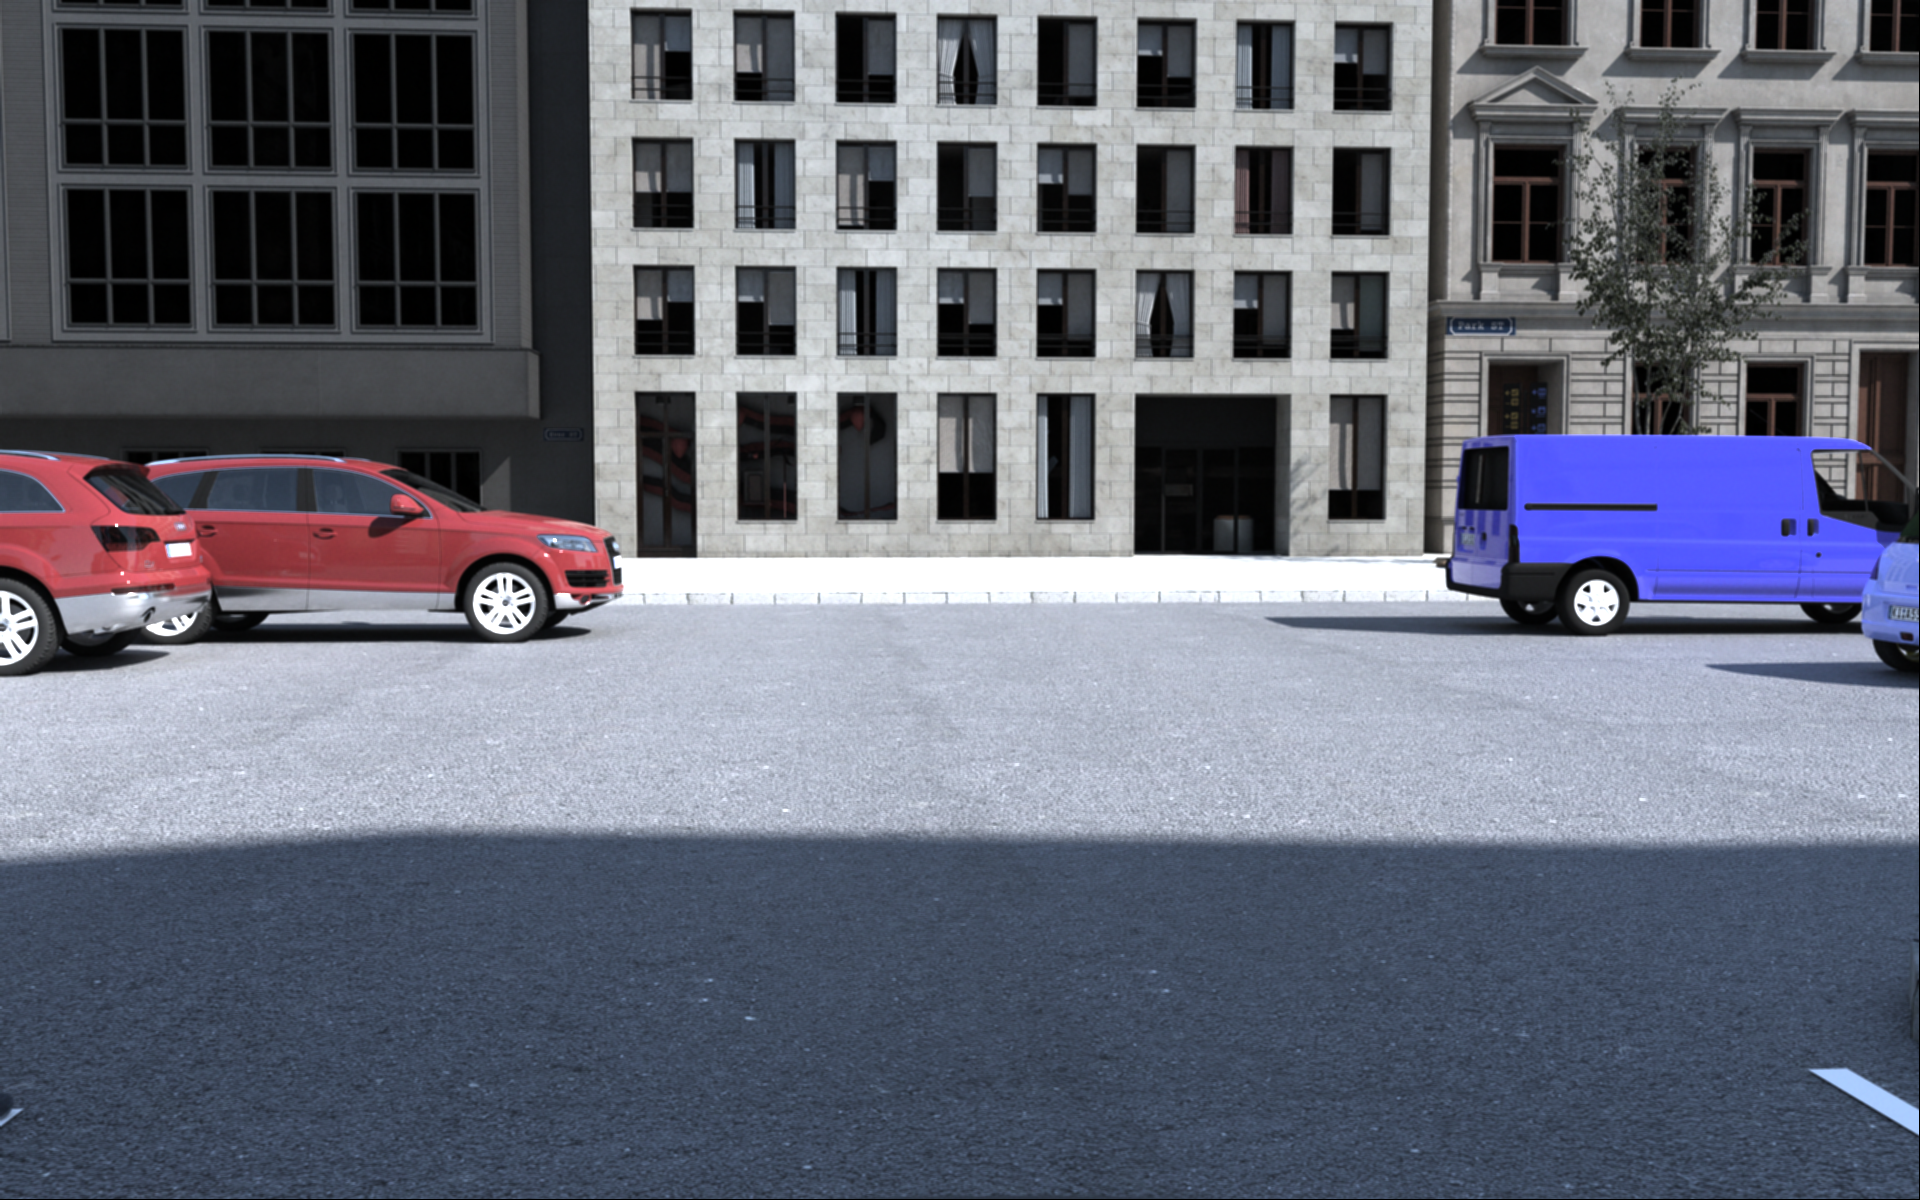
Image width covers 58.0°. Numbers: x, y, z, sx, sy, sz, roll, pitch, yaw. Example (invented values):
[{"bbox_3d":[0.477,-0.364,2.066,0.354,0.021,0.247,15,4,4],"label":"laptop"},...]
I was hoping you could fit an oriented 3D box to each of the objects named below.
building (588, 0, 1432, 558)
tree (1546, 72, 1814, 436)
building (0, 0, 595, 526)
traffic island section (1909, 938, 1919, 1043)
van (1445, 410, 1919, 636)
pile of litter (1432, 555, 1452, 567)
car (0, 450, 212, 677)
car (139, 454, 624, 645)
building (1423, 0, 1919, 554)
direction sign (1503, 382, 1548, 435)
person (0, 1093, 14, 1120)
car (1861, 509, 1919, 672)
[{"bbox_3d":[0.786,-11.302,39.533,16.860,20.320,10.420,0,4,-4],"label":"building"},{"bbox_3d":[12.408,-4.914,30.708,4.360,8.622,3.978,0,3,0],"label":"tree"},{"bbox_3d":[-19.759,-15.036,39.342,24.014,27.812,14.314,0,4,-4],"label":"building"},{"bbox_3d":[3.560,1.132,3.767,2.009,0.180,2.903,0,4,-4],"label":"traffic island section"},{"bbox_3d":[7.993,-0.854,18.349,5.245,2.365,2.240,0,4,-3],"label":"van"},{"bbox_3d":[8.826,-0.991,30.167,1.176,0.858,1.719,2,4,29],"label":"pile of litter"},{"bbox_3d":[-9.098,-0.348,14.365,5.304,1.827,2.281,0,4,-5],"label":"car"},{"bbox_3d":[-6.083,-0.536,17.443,5.304,1.827,2.281,0,4,-4],"label":"car"},{"bbox_3d":[19.671,-12.581,41.852,21.152,22.565,11.583,0,4,-4],"label":"building"},{"bbox_3d":[11.517,-2.653,35.368,0.876,3.537,0.379,2,4,32],"label":"direction sign"},{"bbox_3d":[-2.446,0.551,3.756,0.475,1.303,0.640,3,4,37],"label":"person"},{"bbox_3d":[9.060,-0.233,13.402,3.694,1.707,1.945,0,4,-6],"label":"car"}]
